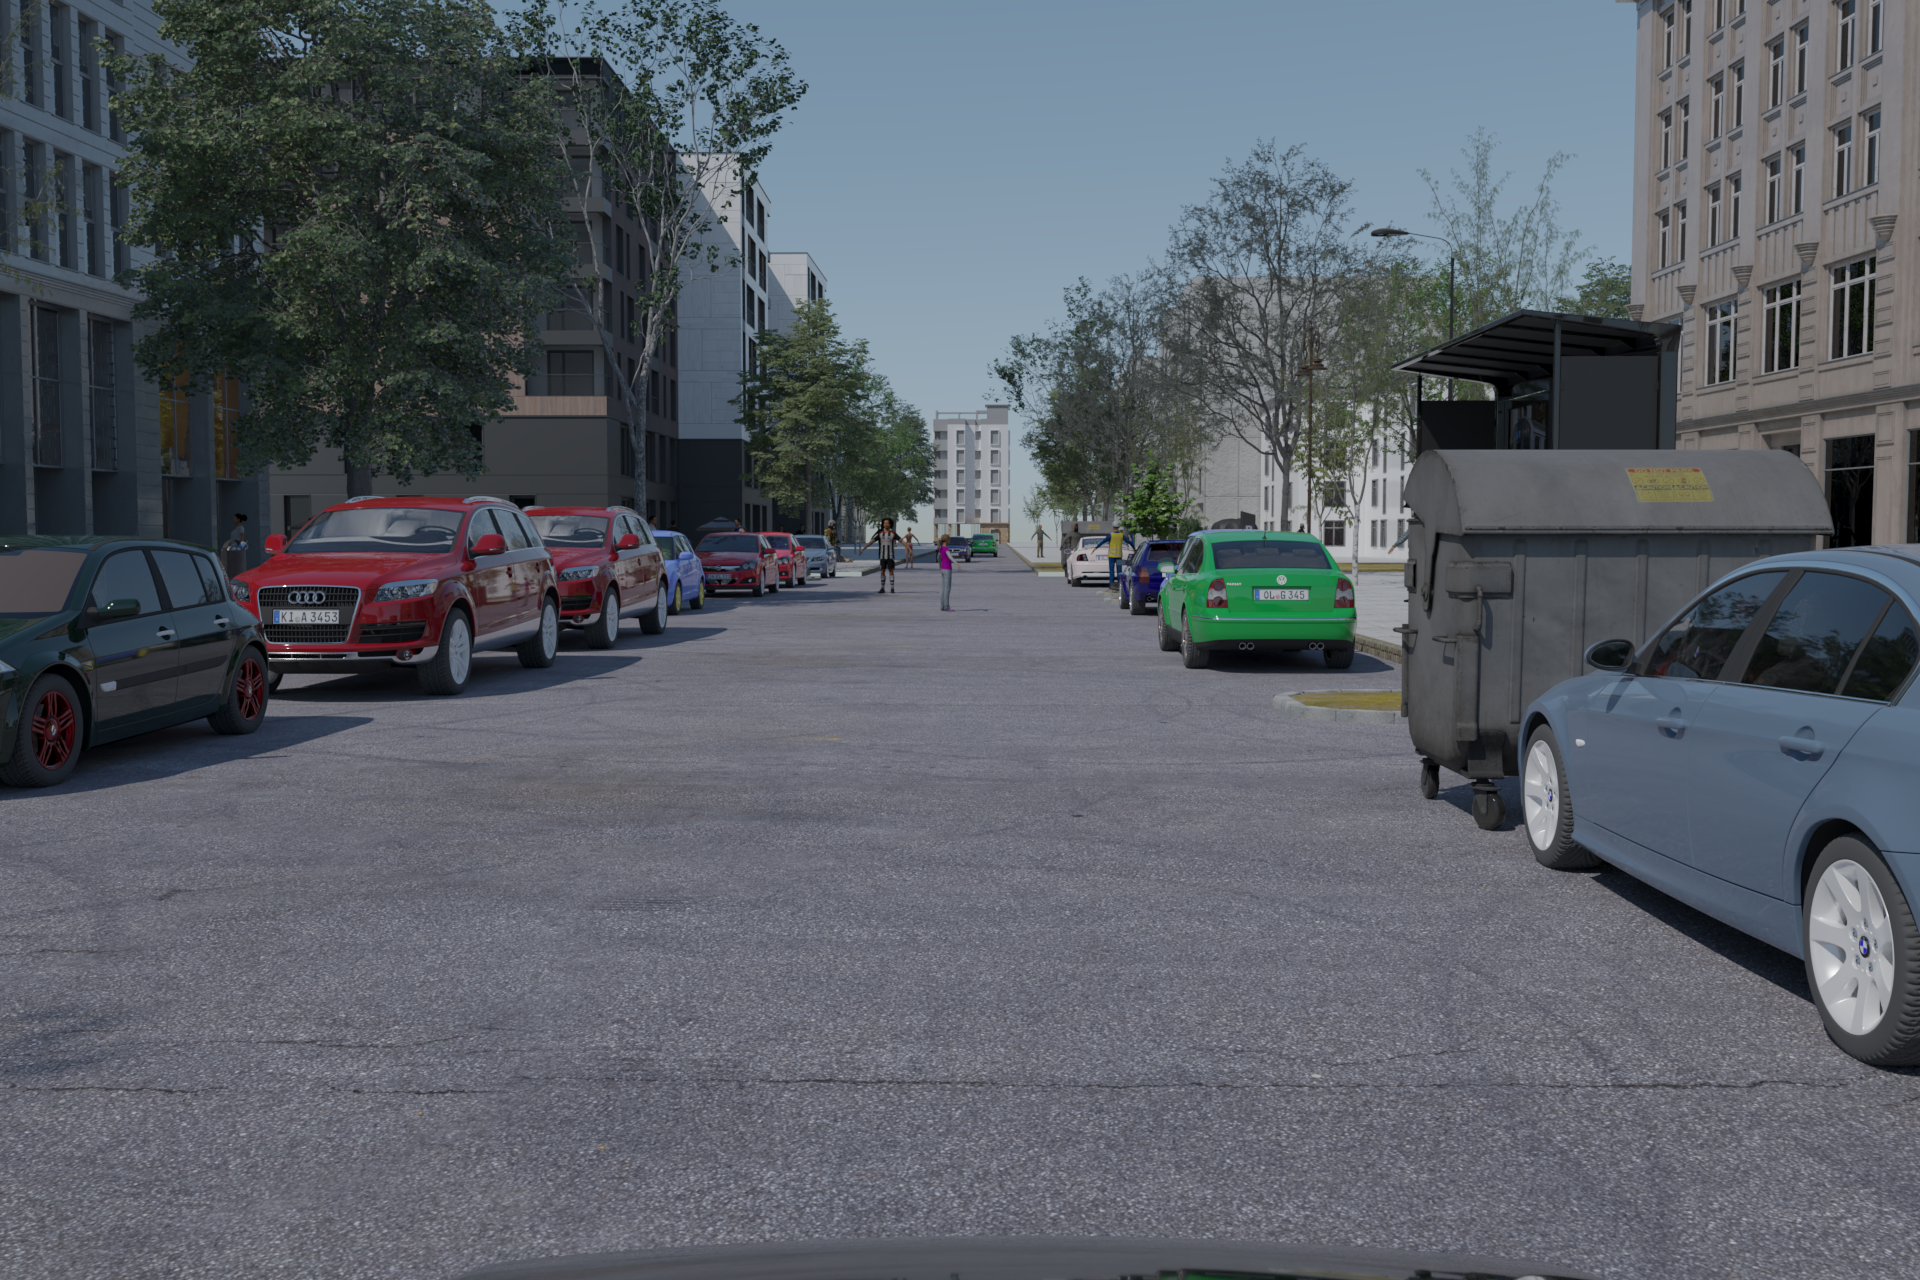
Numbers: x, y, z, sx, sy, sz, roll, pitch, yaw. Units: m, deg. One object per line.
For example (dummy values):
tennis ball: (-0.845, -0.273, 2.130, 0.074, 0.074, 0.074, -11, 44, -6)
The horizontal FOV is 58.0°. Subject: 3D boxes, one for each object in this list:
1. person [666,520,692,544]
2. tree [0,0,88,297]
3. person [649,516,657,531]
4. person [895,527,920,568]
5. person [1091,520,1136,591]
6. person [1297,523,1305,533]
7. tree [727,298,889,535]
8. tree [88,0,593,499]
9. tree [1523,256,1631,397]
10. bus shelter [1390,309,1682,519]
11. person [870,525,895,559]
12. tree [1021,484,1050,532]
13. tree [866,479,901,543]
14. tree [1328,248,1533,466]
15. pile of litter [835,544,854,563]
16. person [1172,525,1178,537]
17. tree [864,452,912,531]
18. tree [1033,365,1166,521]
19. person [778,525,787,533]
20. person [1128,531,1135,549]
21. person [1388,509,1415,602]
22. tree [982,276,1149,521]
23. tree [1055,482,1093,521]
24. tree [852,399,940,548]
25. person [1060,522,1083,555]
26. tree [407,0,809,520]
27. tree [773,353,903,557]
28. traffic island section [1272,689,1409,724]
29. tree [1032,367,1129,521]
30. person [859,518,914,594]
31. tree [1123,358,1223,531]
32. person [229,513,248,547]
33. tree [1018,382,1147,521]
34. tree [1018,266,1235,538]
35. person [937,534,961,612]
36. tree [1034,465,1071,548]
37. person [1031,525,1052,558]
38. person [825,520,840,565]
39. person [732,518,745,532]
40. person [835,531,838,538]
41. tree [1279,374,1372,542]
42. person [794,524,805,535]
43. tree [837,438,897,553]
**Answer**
person: (-10.904, -3.659, 65.955, 1.346, 1.812, 0.704, 0, 4, 6)
tree: (-11.622, -4.076, 17.009, 4.360, 8.622, 3.978, 0, 3, 0)
person: (-8.750, -2.651, 49.505, 0.704, 1.810, 1.344, 1, 4, 9)
person: (-2.190, -3.903, 73.072, 1.217, 1.733, 0.721, -2, 4, -35)
person: (3.876, -2.107, 43.374, 1.216, 1.772, 0.721, -1, 4, -13)
person: (17.925, -5.193, 90.688, 0.705, 1.856, 1.354, 3, 5, 39)
tree: (-7.264, -10.093, 83.151, 7.486, 12.596, 7.792, 0, 3, 0)
tree: (-11.456, -7.725, 32.960, 9.857, 13.997, 8.962, 0, 3, 0)
tree: (29.223, -10.417, 76.981, 9.857, 13.997, 8.962, 0, 3, 0)
bus shelter: (6.795, -1.829, 21.191, 1.731, 3.624, 6.357, 0, 4, 1)
person: (-4.064, -5.144, 90.326, 1.346, 1.802, 0.704, 1, 4, 15)
tree: (11.189, -18.538, 253.459, 4.737, 8.622, 4.395, 0, 3, 0)
tree: (-11.549, -20.594, 254.836, 7.486, 12.596, 7.792, 0, 3, 0)
tree: (17.276, -8.426, 63.519, 9.928, 11.665, 9.643, 0, 3, 0)
pile of litter: (-5.378, -3.948, 78.518, 1.176, 0.858, 1.719, 0, 4, 1)
person: (9.560, -4.325, 76.898, 1.347, 1.806, 0.705, 2, 4, 24)
tree: (-6.311, -12.046, 147.311, 4.737, 8.622, 4.395, 0, 3, 0)
tree: (7.602, -9.641, 92.043, 8.767, 10.594, 7.601, 1, 4, 21)
person: (-8.975, -4.908, 86.963, 1.216, 1.740, 0.721, 1, 4, 16)
person: (8.592, -4.951, 87.067, 0.704, 1.817, 1.347, 1, 4, 12)
person: (8.587, -1.632, 32.518, 1.345, 1.849, 0.704, -2, 4, -33)
tree: (7.990, -16.758, 129.878, 12.611, 20.169, 13.585, 0, 3, 0)
tree: (9.412, -12.173, 149.386, 4.737, 8.622, 4.395, 0, 3, 0)
tree: (-6.330, -15.771, 164.509, 9.857, 13.997, 8.962, 0, 3, 0)
person: (3.670, -2.848, 55.144, 1.348, 1.813, 0.705, -3, 4, -36)
tree: (-11.785, -12.367, 58.097, 12.611, 20.169, 13.585, 0, 3, 0)
tree: (-6.996, -10.543, 98.138, 9.928, 11.665, 9.643, 0, 3, 0)
traffic island section: (3.593, 0.539, 14.056, 1.991, 0.108, 1.994, 0, 4, 1)
tree: (8.496, -12.162, 116.976, 7.486, 12.596, 7.792, 0, 3, 0)
person: (-1.763, -2.033, 41.836, 1.345, 1.843, 0.704, 1, 4, 10)
tree: (9.275, -7.434, 71.907, 4.360, 8.622, 3.978, 0, 3, 0)
person: (-16.042, -1.928, 38.290, 0.721, 1.739, 1.217, -2, 4, -33)
tree: (7.950, -10.303, 102.862, 8.767, 10.594, 7.601, -1, 4, -21)
tree: (7.717, -10.368, 79.879, 12.009, 13.543, 11.850, 0, 3, 0)
person: (-0.201, -1.244, 32.071, 0.599, 1.433, 0.991, -1, 4, -22)
tree: (8.961, -12.855, 160.547, 4.737, 8.622, 4.395, 0, 3, 0)
person: (4.383, -5.377, 94.188, 1.348, 1.796, 0.705, -2, 4, -31)
person: (-5.184, -3.949, 70.330, 0.705, 1.858, 1.354, 1, 4, 14)
person: (-7.548, -3.212, 58.692, 1.345, 1.807, 0.704, 3, 5, 44)
person: (-6.830, -5.252, 91.840, 0.705, 1.833, 1.349, 2, 4, 30)
tree: (15.045, -7.434, 71.916, 4.737, 8.622, 4.395, 0, 3, 0)
person: (-8.456, -5.314, 92.812, 1.347, 1.837, 0.705, -1, 4, -9)
tree: (-6.724, -10.314, 119.002, 4.737, 8.622, 4.395, 0, 3, 0)
